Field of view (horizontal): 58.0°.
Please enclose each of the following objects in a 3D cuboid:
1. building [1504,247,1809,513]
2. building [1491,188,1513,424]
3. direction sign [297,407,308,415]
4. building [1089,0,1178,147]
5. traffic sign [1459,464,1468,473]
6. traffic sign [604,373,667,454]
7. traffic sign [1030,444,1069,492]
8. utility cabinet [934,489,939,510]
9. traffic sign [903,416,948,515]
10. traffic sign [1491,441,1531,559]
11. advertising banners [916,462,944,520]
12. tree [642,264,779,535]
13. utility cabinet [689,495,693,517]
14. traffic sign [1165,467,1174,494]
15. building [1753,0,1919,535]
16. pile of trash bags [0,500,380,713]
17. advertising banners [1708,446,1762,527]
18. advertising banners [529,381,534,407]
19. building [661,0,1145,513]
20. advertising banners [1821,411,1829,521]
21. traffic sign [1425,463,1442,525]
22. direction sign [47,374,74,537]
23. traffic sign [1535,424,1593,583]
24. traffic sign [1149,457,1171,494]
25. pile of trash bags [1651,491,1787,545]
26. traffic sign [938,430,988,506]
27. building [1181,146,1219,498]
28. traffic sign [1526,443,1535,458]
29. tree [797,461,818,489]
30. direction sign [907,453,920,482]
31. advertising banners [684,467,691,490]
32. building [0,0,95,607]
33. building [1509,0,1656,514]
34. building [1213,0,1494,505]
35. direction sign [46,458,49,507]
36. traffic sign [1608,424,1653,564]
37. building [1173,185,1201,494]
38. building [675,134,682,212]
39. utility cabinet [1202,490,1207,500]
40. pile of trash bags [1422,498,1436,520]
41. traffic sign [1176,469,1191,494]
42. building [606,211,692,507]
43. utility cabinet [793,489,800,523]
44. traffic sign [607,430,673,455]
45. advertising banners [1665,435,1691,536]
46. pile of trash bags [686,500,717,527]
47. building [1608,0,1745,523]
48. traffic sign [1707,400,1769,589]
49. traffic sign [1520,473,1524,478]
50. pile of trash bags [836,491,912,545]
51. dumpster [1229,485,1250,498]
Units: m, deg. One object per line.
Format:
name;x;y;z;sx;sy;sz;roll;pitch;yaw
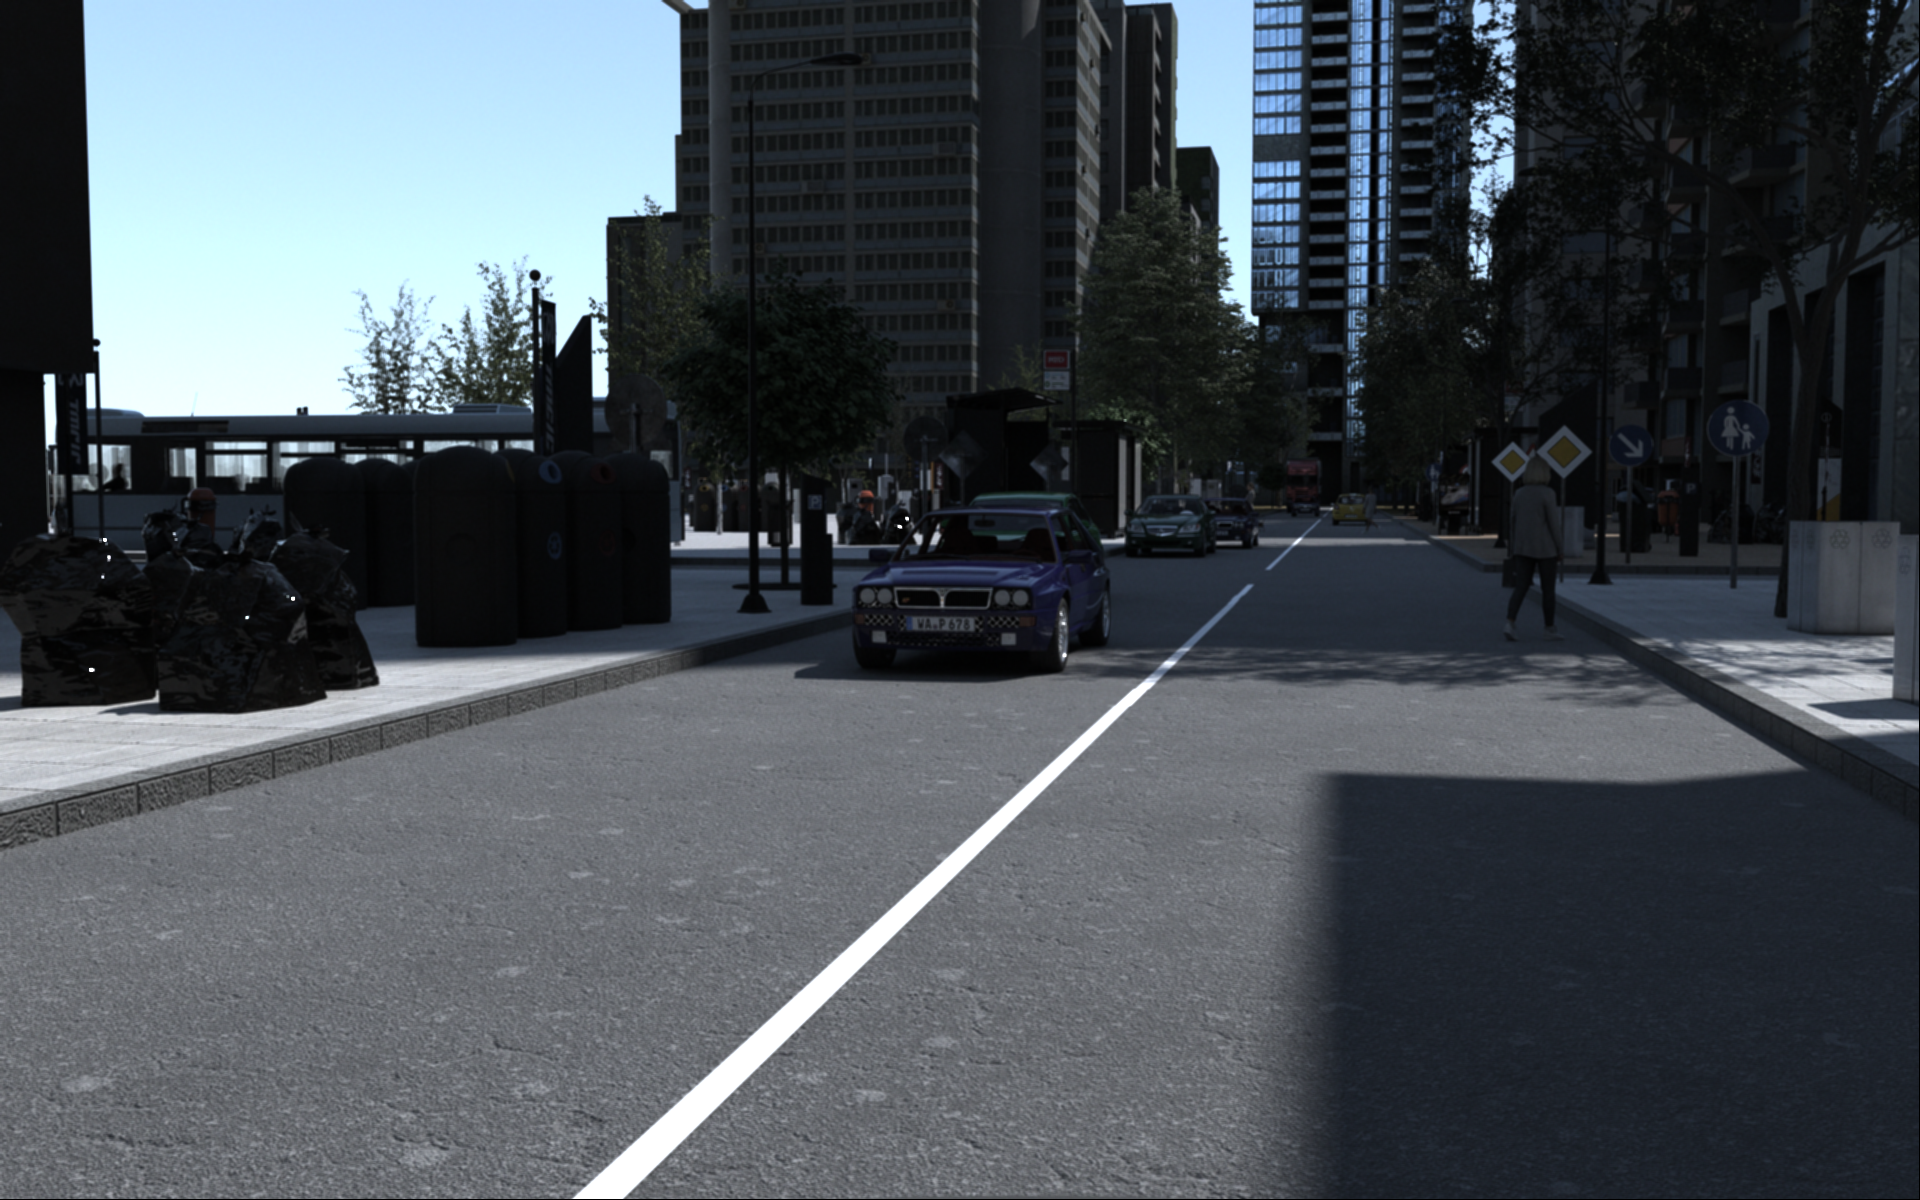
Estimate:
building;58.237;-51.265;150.857;22.319;86.520;31.000;1;4;13
building;75.659;-31.400;205.274;23.993;40.220;32.217;1;4;13
direction sign;-17.116;-3.252;45.175;0.379;3.537;0.876;-3;4;-37
building;9.948;-28.007;141.506;14.154;41.232;14.086;1;4;13
traffic sign;21.399;-4.451;72.881;0.768;2.556;0.104;1;4;19
traffic sign;-3.443;-1.114;18.320;0.768;2.556;0.104;1;4;22
traffic sign;1.785;-1.906;34.798;0.795;2.450;0.064;1;4;13
utility cabinet;-0.702;-4.031;74.580;1.173;1.500;0.318;-1;4;-21
traffic sign;-0.571;-1.719;28.208;0.768;2.556;0.104;1;4;17
traffic sign;10.461;-1.786;32.844;0.795;2.450;0.064;1;4;13
advertising banners;-0.468;-3.615;55.286;2.074;3.025;0.090;-2;4;-28
tree;-7.839;-6.375;54.590;4.360;8.622;3.978;0;3;0
utility cabinet;-14.487;-5.185;95.929;1.020;1.237;0.306;0;4;1
traffic sign;8.789;-4.542;74.359;0.768;2.556;0.104;1;4;20
building;37.988;-44.664;42.924;31.000;86.520;22.319;1;4;13
pile of trash bags;-5.526;-0.096;11.317;3.447;1.369;1.912;1;4;17
advertising banners;21.064;-3.103;46.926;2.074;3.025;0.090;-2;4;-26
advertising banners;-6.622;-1.942;27.947;0.090;3.025;2.074;0;4;3
building;-2.996;-26.471;124.687;32.217;40.220;23.993;1;4;13
advertising banners;17.970;-2.433;35.968;0.090;3.025;2.074;2;4;28
traffic sign;19.356;-4.315;70.651;0.768;2.556;0.104;1;4;13
direction sign;-11.600;-1.868;22.538;0.379;3.537;0.876;-2;4;-25
traffic sign;8.717;-1.309;25.051;0.795;2.450;0.064;1;4;13
traffic sign;6.835;-3.617;59.251;0.768;2.556;0.104;1;4;18
pile of trash bags;19.896;-2.154;44.963;3.447;1.369;1.912;1;4;20
traffic sign;0.041;-1.429;27.005;0.795;2.450;0.064;1;4;13
building;23.537;-32.066;207.868;14.086;41.232;14.154;1;4;13
traffic sign;14.596;-2.702;44.174;0.884;2.594;0.081;1;4;19
tree;-8.657;-8.101;82.815;4.360;8.622;3.978;0;3;0
direction sign;-2.504;-6.137;92.343;0.876;3.537;0.379;3;4;38
advertising banners;-16.906;-7.096;112.206;2.074;3.025;0.090;-1;4;-22
building;-18.651;-22.260;14.054;14.200;45.320;14.600;1;4;13
building;50.350;-35.520;122.759;21.231;58.520;28.212;1;4;13
building;46.682;-54.551;204.573;31.000;86.520;22.319;1;4;13
direction sign;-43.172;-5.507;82.033;0.876;3.537;0.379;-1;4;-18
traffic sign;12.299;-1.939;31.814;0.768;2.556;0.104;1;4;22
building;16.369;-24.412;170.842;14.107;30.474;14.160;1;4;13
building;-22.175;-36.498;220.446;21.600;48.544;21.300;1;4;13
utility cabinet;14.891;-5.921;105.490;0.318;1.500;1.173;1;4;12
pile of trash bags;24.375;-4.741;87.275;1.912;1.369;3.447;2;4;25
traffic sign;11.209;-5.322;87.116;0.768;2.556;0.104;1;4;18
building;-27.534;-25.019;180.758;14.107;30.474;14.160;1;4;13
utility cabinet;-7.111;-4.156;76.626;0.318;1.500;1.173;-1;4;-16
traffic sign;-3.956;-1.306;21.353;0.884;2.594;0.081;1;4;15
advertising banners;21.845;-3.455;52.681;0.090;3.025;2.074;0;4;5
pile of trash bags;-10.264;-3.611;68.790;3.447;1.369;1.912;2;4;30
building;44.183;-26.129;81.831;22.147;44.769;28.867;1;4;13
traffic sign;10.514;-1.429;23.466;0.768;2.556;0.104;1;4;21
traffic sign;20.044;-3.829;62.714;0.768;2.556;0.104;1;4;22
pile of trash bags;-2.276;-2.147;44.858;1.912;1.369;3.447;-1;4;-11
dumpster;17.343;-6.241;107.806;1.264;1.857;1.865;1;4;13
